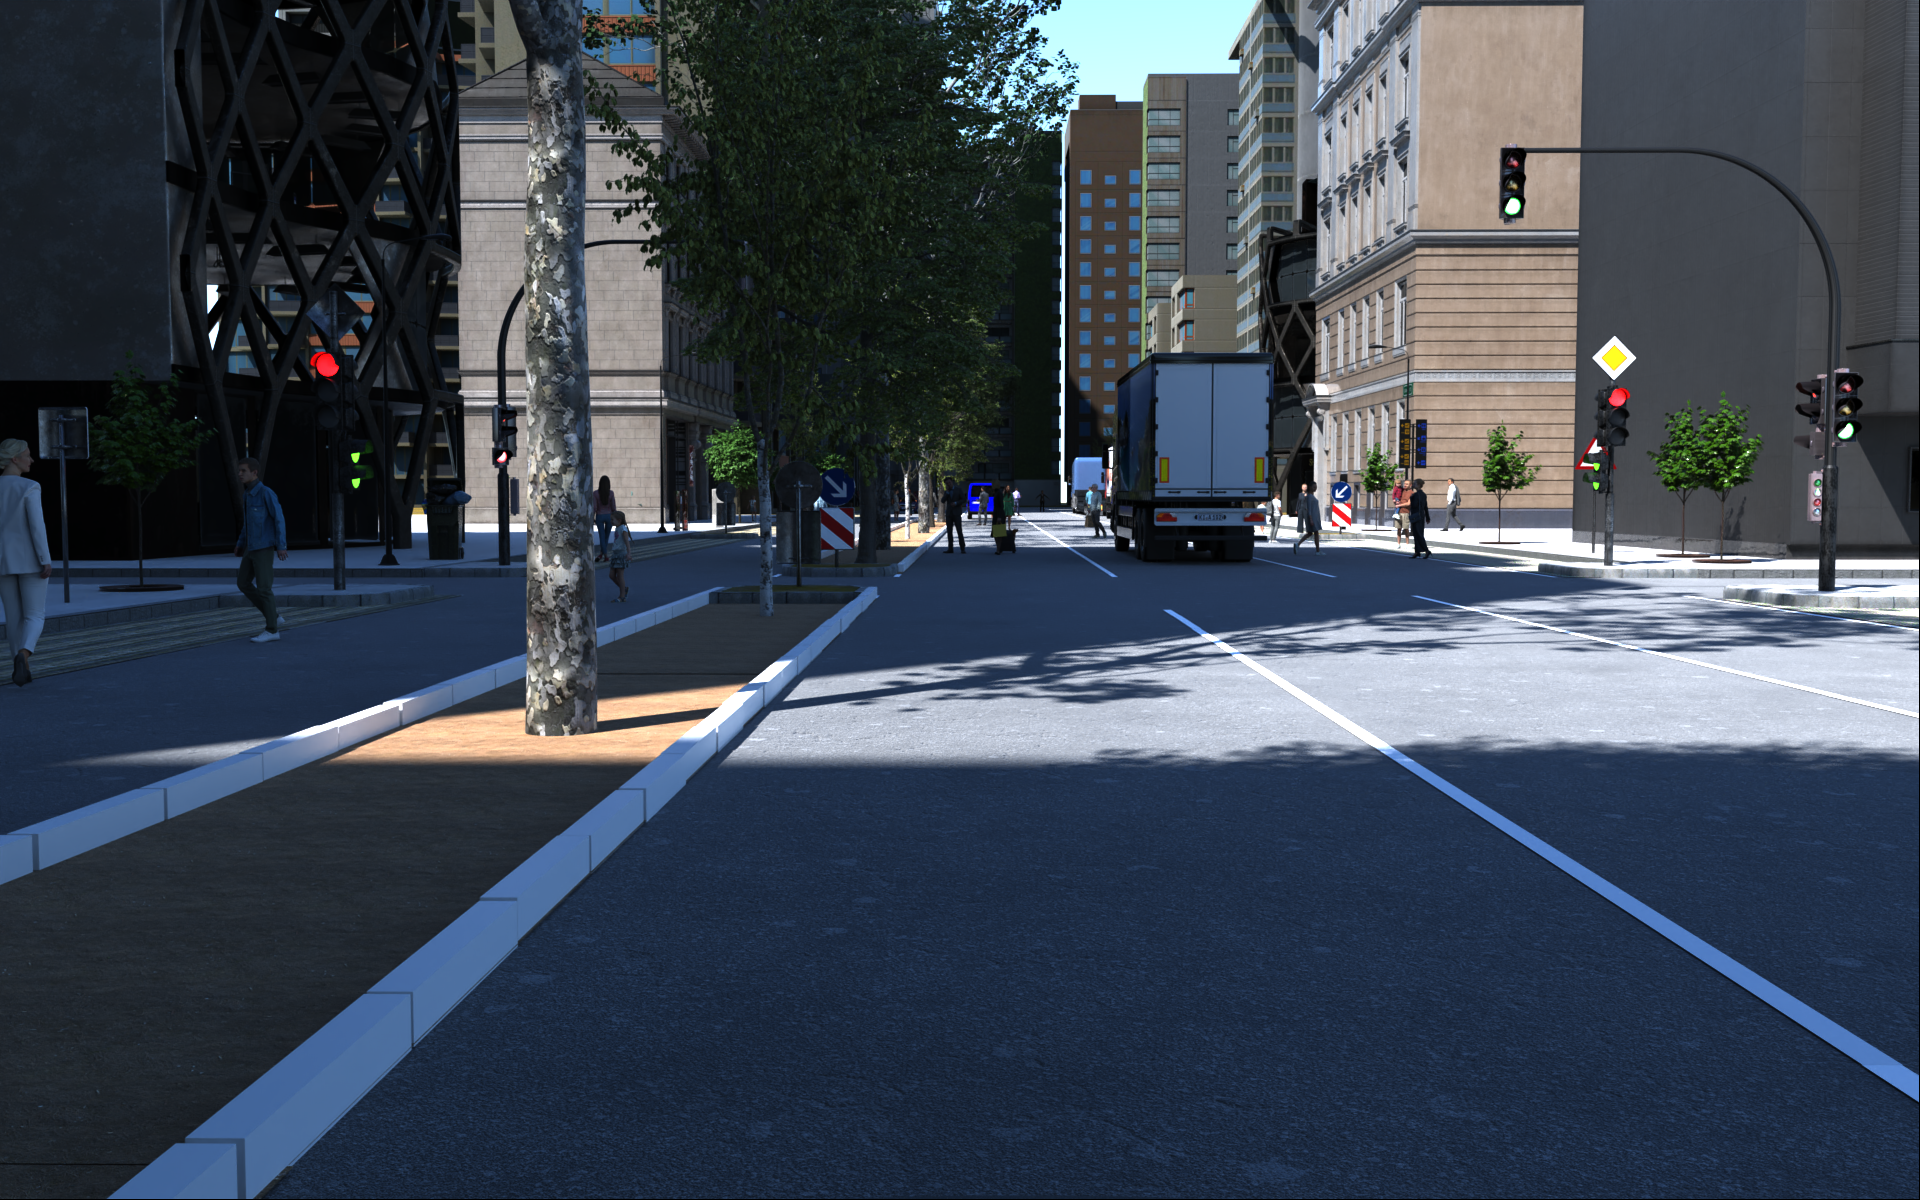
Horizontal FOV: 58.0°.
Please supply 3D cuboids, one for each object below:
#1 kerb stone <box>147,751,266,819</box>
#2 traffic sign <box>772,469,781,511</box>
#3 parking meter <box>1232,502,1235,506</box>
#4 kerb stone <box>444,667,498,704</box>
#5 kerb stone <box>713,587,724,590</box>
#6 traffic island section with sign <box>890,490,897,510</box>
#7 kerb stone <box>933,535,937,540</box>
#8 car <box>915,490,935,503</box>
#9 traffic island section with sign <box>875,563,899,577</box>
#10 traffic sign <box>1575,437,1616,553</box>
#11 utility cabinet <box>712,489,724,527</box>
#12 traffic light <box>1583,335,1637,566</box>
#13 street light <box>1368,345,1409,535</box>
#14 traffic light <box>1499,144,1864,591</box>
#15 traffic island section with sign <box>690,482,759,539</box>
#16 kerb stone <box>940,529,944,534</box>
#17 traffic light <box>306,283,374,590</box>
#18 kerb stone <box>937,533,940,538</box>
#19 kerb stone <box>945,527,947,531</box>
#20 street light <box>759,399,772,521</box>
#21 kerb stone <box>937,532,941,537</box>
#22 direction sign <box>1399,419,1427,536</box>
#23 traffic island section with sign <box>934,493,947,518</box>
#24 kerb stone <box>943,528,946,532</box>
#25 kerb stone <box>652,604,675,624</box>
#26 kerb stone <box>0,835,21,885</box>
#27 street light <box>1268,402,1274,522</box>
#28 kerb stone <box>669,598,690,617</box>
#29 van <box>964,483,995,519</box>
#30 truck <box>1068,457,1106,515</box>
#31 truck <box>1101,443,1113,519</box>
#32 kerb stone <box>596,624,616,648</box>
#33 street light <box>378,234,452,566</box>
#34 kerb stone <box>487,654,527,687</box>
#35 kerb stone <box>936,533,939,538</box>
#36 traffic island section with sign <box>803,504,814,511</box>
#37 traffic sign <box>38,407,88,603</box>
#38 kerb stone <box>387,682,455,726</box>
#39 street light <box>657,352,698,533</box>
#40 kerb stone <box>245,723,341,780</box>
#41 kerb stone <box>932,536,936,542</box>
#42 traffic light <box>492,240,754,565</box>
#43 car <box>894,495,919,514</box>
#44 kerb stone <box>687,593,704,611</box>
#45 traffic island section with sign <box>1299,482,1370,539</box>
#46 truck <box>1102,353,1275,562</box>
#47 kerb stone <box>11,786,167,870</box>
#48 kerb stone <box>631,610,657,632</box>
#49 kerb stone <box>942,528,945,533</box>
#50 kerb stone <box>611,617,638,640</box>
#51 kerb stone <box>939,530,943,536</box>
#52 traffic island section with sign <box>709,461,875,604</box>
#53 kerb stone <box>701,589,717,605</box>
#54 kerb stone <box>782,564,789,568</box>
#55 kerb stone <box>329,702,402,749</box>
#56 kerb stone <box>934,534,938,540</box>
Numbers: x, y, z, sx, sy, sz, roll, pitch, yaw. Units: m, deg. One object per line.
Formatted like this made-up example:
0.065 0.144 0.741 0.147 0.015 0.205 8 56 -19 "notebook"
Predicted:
-3.517 0.866 8.070 0.120 0.150 1.000 0 4 1 "kerb stone"
-9.156 -5.409 88.435 0.884 2.594 0.081 0 4 3 "traffic sign"
14.354 -5.048 90.950 0.372 1.533 0.369 0 3 0 "parking meter"
-3.467 0.614 12.164 0.120 0.150 1.000 0 4 1 "kerb stone"
-3.304 -0.075 23.442 0.120 0.150 1.000 0 4 1 "kerb stone"
-6.064 -9.265 160.116 1.989 1.847 2.006 0 4 1 "traffic island section with sign"
-0.819 -1.739 50.631 0.120 0.150 1.000 0 4 1 "kerb stone"
-3.650 -10.228 175.895 2.281 1.827 5.304 0 4 1 "car"
-2.135 -1.387 30.808 2.006 1.907 1.989 0 4 1 "traffic island section with sign"
13.677 -2.283 37.330 0.884 2.594 0.081 0 4 2 "traffic sign"
-9.354 -3.555 66.797 0.318 1.500 1.173 -1 4 -16 "utility cabinet"
11.569 -2.564 30.838 0.839 4.253 0.868 0 4 1 "traffic light"
13.381 -4.978 53.930 1.470 5.913 1.316 0 4 1 "street light"
9.362 -2.940 22.742 4.771 5.953 1.251 0 4 1 "traffic light"
-7.551 -2.887 55.835 1.989 1.847 2.006 0 4 1 "traffic island section with sign"
-0.700 -2.240 58.824 0.120 0.150 1.000 0 4 1 "kerb stone"
-8.305 -2.092 23.119 0.839 4.253 0.868 0 4 1 "traffic light"
-0.769 -1.926 53.703 0.120 0.150 1.000 0 4 1 "kerb stone"
-0.644 -2.492 62.942 0.120 0.150 1.000 0 4 1 "kerb stone"
-8.915 -6.756 82.998 1.470 5.913 1.316 0 4 1 "street light"
-0.758 -1.990 54.725 0.120 0.150 1.000 0 4 1 "kerb stone"
13.719 -3.701 52.516 0.876 3.537 0.379 -1 4 -11 "direction sign"
-1.071 -5.982 105.939 2.006 1.907 1.989 0 4 1 "traffic island section with sign"
-0.669 -2.366 60.884 0.120 0.150 1.000 0 4 1 "kerb stone"
-3.363 0.175 19.335 0.120 0.150 1.000 0 4 1 "kerb stone"
-3.557 0.989 6.019 0.120 0.150 1.000 0 4 1 "kerb stone"
13.834 -6.549 79.620 1.470 5.913 1.316 0 4 1 "street light"
-3.346 0.112 20.364 0.120 0.150 1.000 0 4 1 "kerb stone"
1.359 -5.824 99.611 2.240 2.365 5.245 0 3 0 "van"
9.515 -8.048 121.340 2.967 4.110 18.799 0 4 0 "truck"
9.587 -6.627 97.257 2.839 4.237 11.283 0 4 2 "truck"
-3.418 0.365 16.267 0.120 0.150 1.000 0 4 1 "kerb stone"
-9.758 -3.578 31.047 1.470 5.913 1.316 0 4 1 "street light"
-3.452 0.551 13.187 0.120 0.150 1.000 0 4 1 "kerb stone"
-0.789 -1.865 52.681 0.120 0.150 1.000 0 4 1 "kerb stone"
-7.165 -4.536 82.787 1.989 1.847 2.006 0 4 1 "traffic island section with sign"
-10.546 -1.117 20.392 0.606 2.300 0.079 0 4 6 "traffic sign"
-3.478 0.676 11.141 0.120 0.150 1.000 0 4 1 "kerb stone"
-9.260 -5.156 56.840 1.470 5.913 1.316 0 4 1 "street light"
-3.509 0.801 9.092 0.120 0.150 1.000 0 4 1 "kerb stone"
-0.836 -1.671 49.606 0.120 0.150 1.000 0 4 1 "kerb stone"
-6.098 -3.452 31.109 4.771 5.953 1.251 0 4 1 "traffic light"
-3.874 -6.925 125.800 1.945 1.354 3.894 0 4 1 "car"
-3.331 0.049 21.390 0.120 0.150 1.000 0 4 1 "kerb stone"
11.965 -2.870 55.548 1.989 1.847 2.006 0 4 1 "traffic island section with sign"
5.035 -3.122 39.951 2.839 4.237 11.283 0 4 0 "truck"
-3.535 0.928 7.048 0.120 0.150 1.000 0 4 1 "kerb stone"
-3.382 0.238 18.311 0.120 0.150 1.000 0 4 1 "kerb stone"
-0.684 -2.304 59.859 0.120 0.150 1.000 0 4 1 "kerb stone"
-3.399 0.302 17.289 0.120 0.150 1.000 0 4 1 "kerb stone"
-0.729 -2.115 56.776 0.120 0.150 1.000 0 4 1 "kerb stone"
-2.250 -0.934 23.401 2.006 1.907 1.989 0 4 1 "traffic island section with sign"
-3.319 -0.013 22.412 0.120 0.150 1.000 0 4 1 "kerb stone"
-3.186 -0.608 32.206 0.120 0.150 1.000 0 4 1 "kerb stone"
-3.503 0.748 10.120 0.120 0.150 1.000 0 4 1 "kerb stone"
-0.797 -1.800 51.654 0.120 0.150 1.000 0 4 1 "kerb stone"
